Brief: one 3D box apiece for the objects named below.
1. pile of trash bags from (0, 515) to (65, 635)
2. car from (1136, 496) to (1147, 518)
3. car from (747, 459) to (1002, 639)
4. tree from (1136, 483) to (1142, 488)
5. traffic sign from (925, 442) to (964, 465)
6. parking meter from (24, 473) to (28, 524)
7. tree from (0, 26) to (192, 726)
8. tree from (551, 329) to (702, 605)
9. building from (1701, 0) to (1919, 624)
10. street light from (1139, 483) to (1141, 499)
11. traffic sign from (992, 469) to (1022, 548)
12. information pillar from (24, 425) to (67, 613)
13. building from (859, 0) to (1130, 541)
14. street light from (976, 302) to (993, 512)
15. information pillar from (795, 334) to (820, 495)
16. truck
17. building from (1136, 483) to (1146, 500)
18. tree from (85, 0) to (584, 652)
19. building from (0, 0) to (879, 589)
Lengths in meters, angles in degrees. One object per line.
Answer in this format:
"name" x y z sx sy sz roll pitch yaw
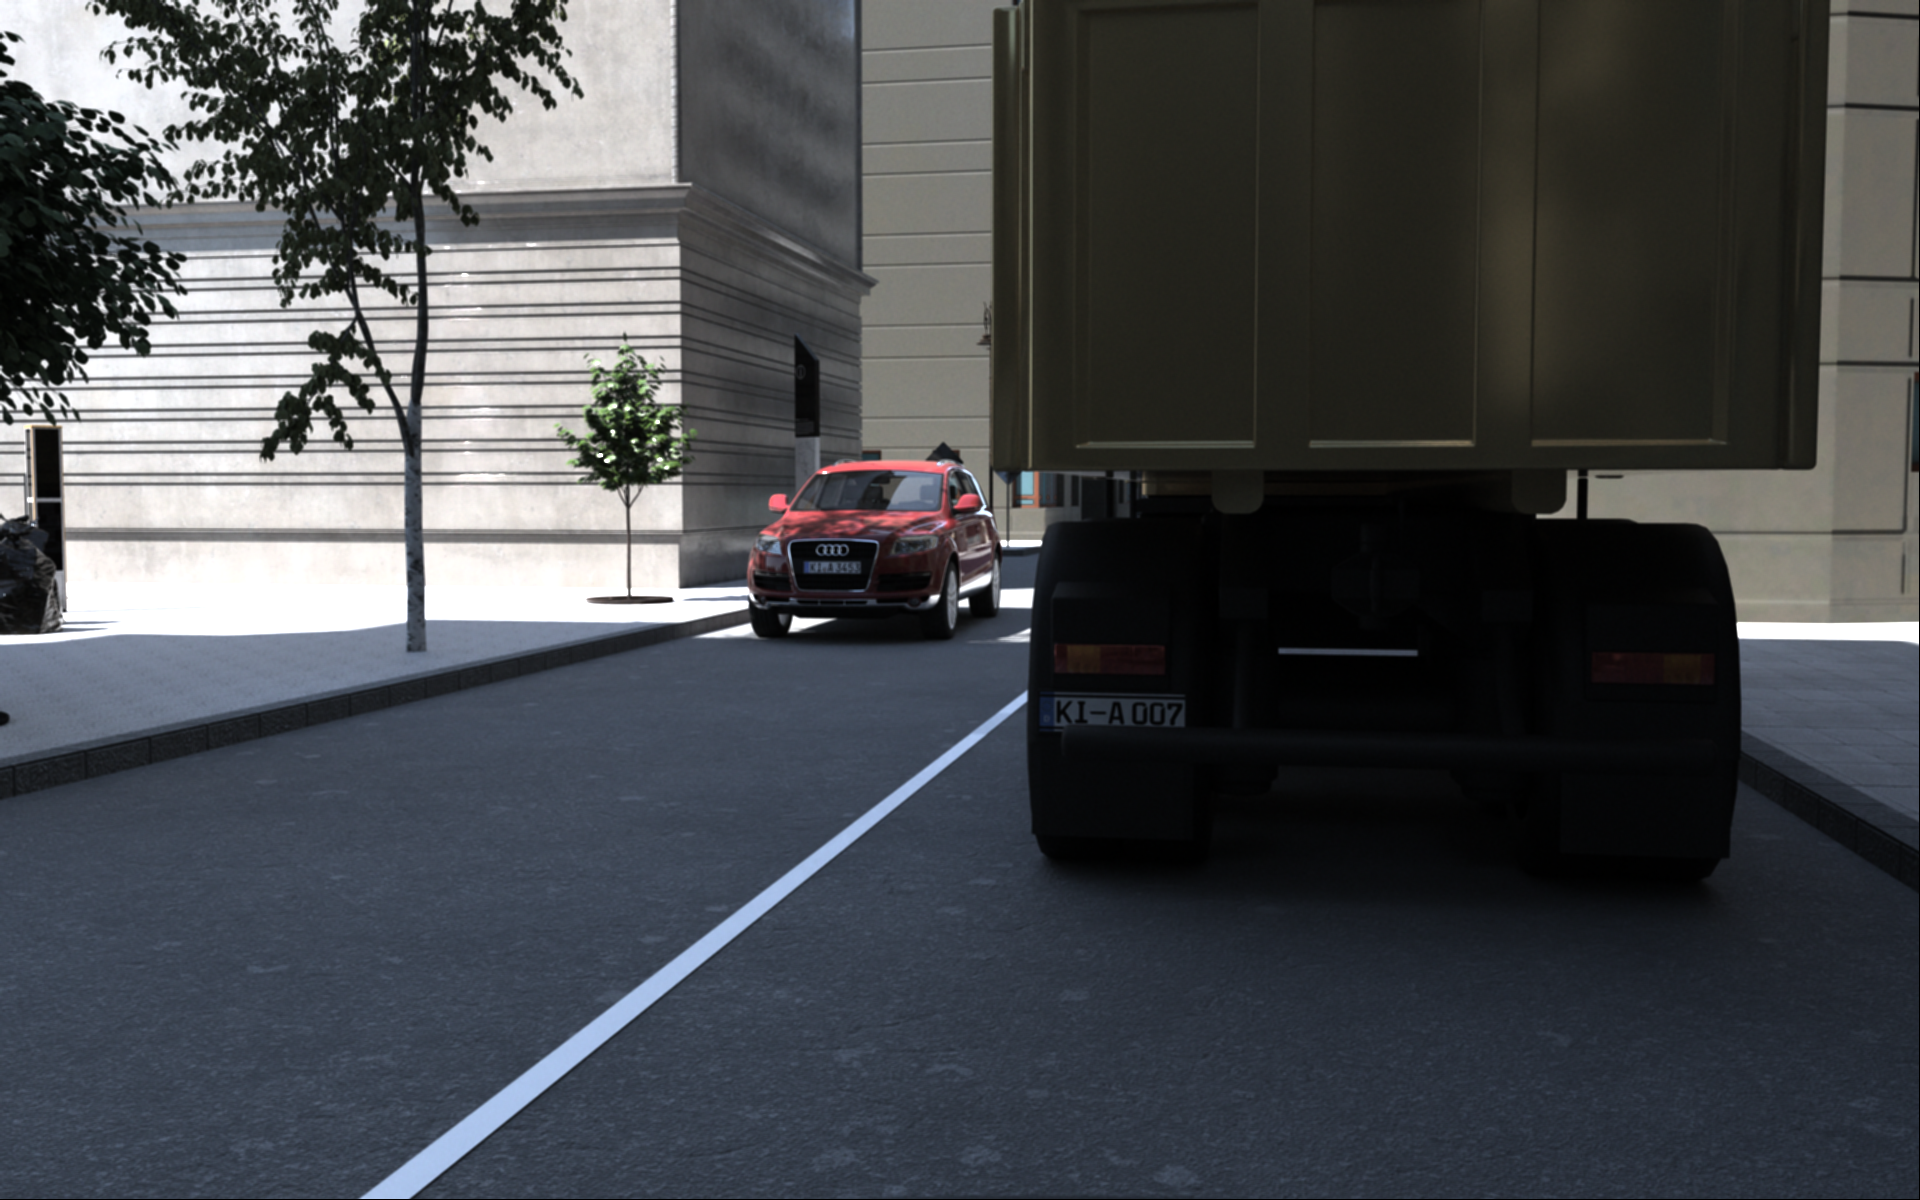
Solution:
"pile of trash bags" -10.176 -0.392 16.160 3.447 1.369 1.912 -1 4 -13
"car" 7.545 -3.243 65.033 2.014 1.417 4.499 1 4 9
"car" -0.794 -0.625 18.899 2.281 1.827 5.304 1 4 9
"tree" 8.123 -7.926 79.954 4.737 8.622 4.395 0 3 0
"traffic sign" -0.326 -1.823 33.450 0.795 2.450 0.064 1 4 11
"parking meter" -11.244 -0.785 21.241 0.372 1.533 0.369 0 3 0
"tree" -6.091 -1.566 9.313 4.285 4.588 4.351 0 3 0
"tree" -4.023 -1.576 20.370 1.663 3.219 1.824 0 3 0
"building" 18.427 -10.029 9.020 27.650 21.520 28.899 1 4 11
"street light" 8.696 -6.775 83.556 0.468 5.910 1.993 1 4 11
"traffic sign" 1.149 -2.303 41.298 0.795 2.450 0.064 1 4 11
"information pillar" -9.869 -0.869 18.703 0.304 2.012 0.304 -3 5 -40
"building" -8.590 -13.353 63.368 27.650 21.520 28.899 1 4 11
"street light" 0.749 -4.207 41.575 0.468 5.910 1.993 1 4 11
"information pillar" -2.233 -2.074 25.259 0.183 3.616 0.504 -3 5 -43
"truck" 2.181 -0.871 10.158 3.469 3.379 9.791 1 4 10
"building" 0.171 -33.989 97.722 21.231 58.520 28.212 1 4 11
"tree" -4.685 -3.886 13.900 4.737 8.622 4.395 0 3 0
"building" -12.432 -11.812 29.285 21.152 22.565 11.583 1 4 11
